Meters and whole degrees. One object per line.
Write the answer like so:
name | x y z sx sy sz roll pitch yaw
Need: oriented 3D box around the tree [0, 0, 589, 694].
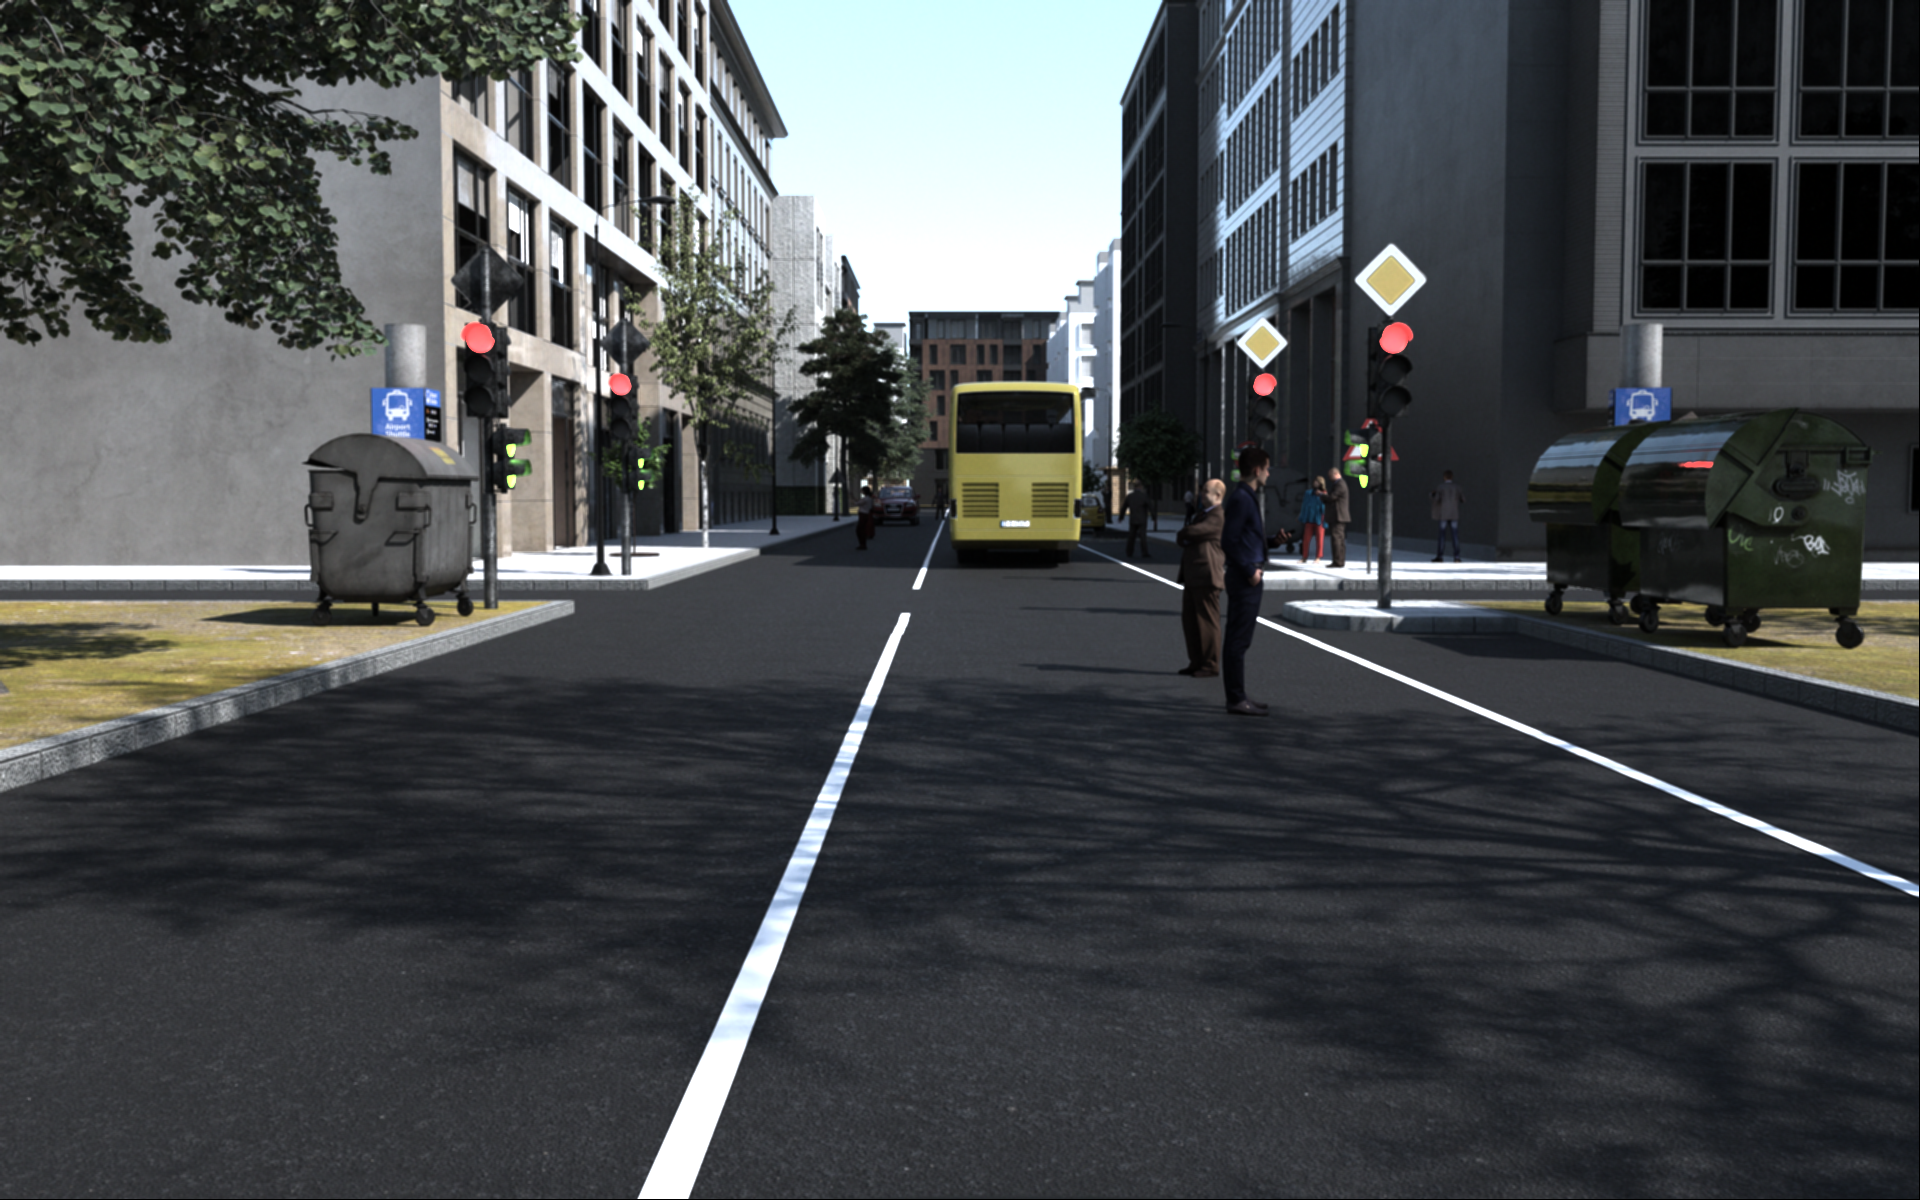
tree | -6.491 -6.361 10.659 9.857 13.997 8.962 0 3 0

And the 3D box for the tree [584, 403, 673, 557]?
tree | -6.663 -2.516 35.740 1.663 3.219 1.824 0 3 0

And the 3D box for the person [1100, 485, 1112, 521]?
person | 6.806 -4.529 80.894 0.742 1.727 0.445 2 4 34

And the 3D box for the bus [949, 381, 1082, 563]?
bus | 1.178 -2.889 38.782 2.896 3.916 12.252 0 4 1

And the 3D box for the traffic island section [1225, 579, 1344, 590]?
traffic island section | 4.750 -0.313 27.396 2.009 0.180 2.903 0 4 0

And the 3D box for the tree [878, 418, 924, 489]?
tree | -6.054 -13.618 173.024 4.360 8.622 3.978 0 3 0

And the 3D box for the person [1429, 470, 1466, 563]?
person | 9.114 -1.562 32.410 0.655 1.722 0.431 0 4 4

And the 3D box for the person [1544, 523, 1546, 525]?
person | 10.048 -1.352 28.695 0.434 1.755 0.990 -1 4 -21

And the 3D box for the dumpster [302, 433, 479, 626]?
dumpster | -5.702 -0.714 17.431 1.264 1.857 1.865 0 4 0

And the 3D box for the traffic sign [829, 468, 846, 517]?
traffic sign | -5.996 -5.181 84.713 0.884 2.594 0.081 0 4 3

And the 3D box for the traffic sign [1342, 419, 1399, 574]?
traffic sign | 6.539 -1.690 27.635 0.884 2.594 0.081 0 4 6

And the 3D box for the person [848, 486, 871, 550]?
person | -2.591 -2.124 44.682 0.517 1.644 0.566 -3 5 -41

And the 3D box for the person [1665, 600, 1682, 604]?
person | 8.467 -0.704 20.254 0.574 1.496 0.600 1 4 14

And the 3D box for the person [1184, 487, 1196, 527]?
person | 9.061 -3.687 68.540 0.590 1.554 0.614 -2 4 -25

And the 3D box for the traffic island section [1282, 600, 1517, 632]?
traffic island section | 4.775 0.176 19.411 2.009 0.180 2.903 0 4 0

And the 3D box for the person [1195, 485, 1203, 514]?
person | 8.183 -3.094 58.507 0.647 1.594 0.662 -3 4 -38

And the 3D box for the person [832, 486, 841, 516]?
person | -7.338 -5.846 102.288 0.621 1.740 0.551 -1 4 -21

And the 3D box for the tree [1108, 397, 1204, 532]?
tree | 6.589 -4.605 59.006 4.285 4.588 4.351 0 3 0

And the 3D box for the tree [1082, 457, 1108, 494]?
tree | 6.585 -5.808 89.566 1.663 3.219 1.824 0 3 0

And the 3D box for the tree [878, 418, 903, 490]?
tree | -6.646 -12.522 155.089 4.737 8.622 4.395 0 3 0

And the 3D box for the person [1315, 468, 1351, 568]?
person | 6.525 -1.442 30.307 0.600 1.739 0.565 -1 4 -14

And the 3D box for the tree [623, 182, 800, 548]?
tree | -6.025 -5.551 41.115 4.737 8.622 4.395 0 3 0

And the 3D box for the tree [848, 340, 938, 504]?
tree | -6.776 -14.259 139.785 9.857 13.997 8.962 0 3 0

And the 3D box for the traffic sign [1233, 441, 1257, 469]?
traffic sign | 6.857 -2.510 41.137 0.768 2.556 0.104 0 4 1

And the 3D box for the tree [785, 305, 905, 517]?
tree | -6.635 -10.808 98.759 6.751 12.117 7.091 0 3 0

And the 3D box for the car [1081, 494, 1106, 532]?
car | 4.459 -3.324 64.564 2.015 1.641 3.980 0 4 0

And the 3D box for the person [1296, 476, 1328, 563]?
person | 6.531 -1.481 31.966 0.444 1.614 0.593 -2 4 -30

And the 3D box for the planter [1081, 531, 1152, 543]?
planter | 4.670 -1.891 52.054 1.991 0.319 1.994 0 4 0

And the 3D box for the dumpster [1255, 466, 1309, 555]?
dumpster | 6.733 -1.915 37.063 1.264 1.857 1.865 0 4 0

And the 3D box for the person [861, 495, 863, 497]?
person | -10.670 -10.620 182.659 1.217 1.766 0.721 1 4 10

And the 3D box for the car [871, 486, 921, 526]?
car | -2.938 -4.367 80.075 2.281 1.827 5.304 0 4 1
